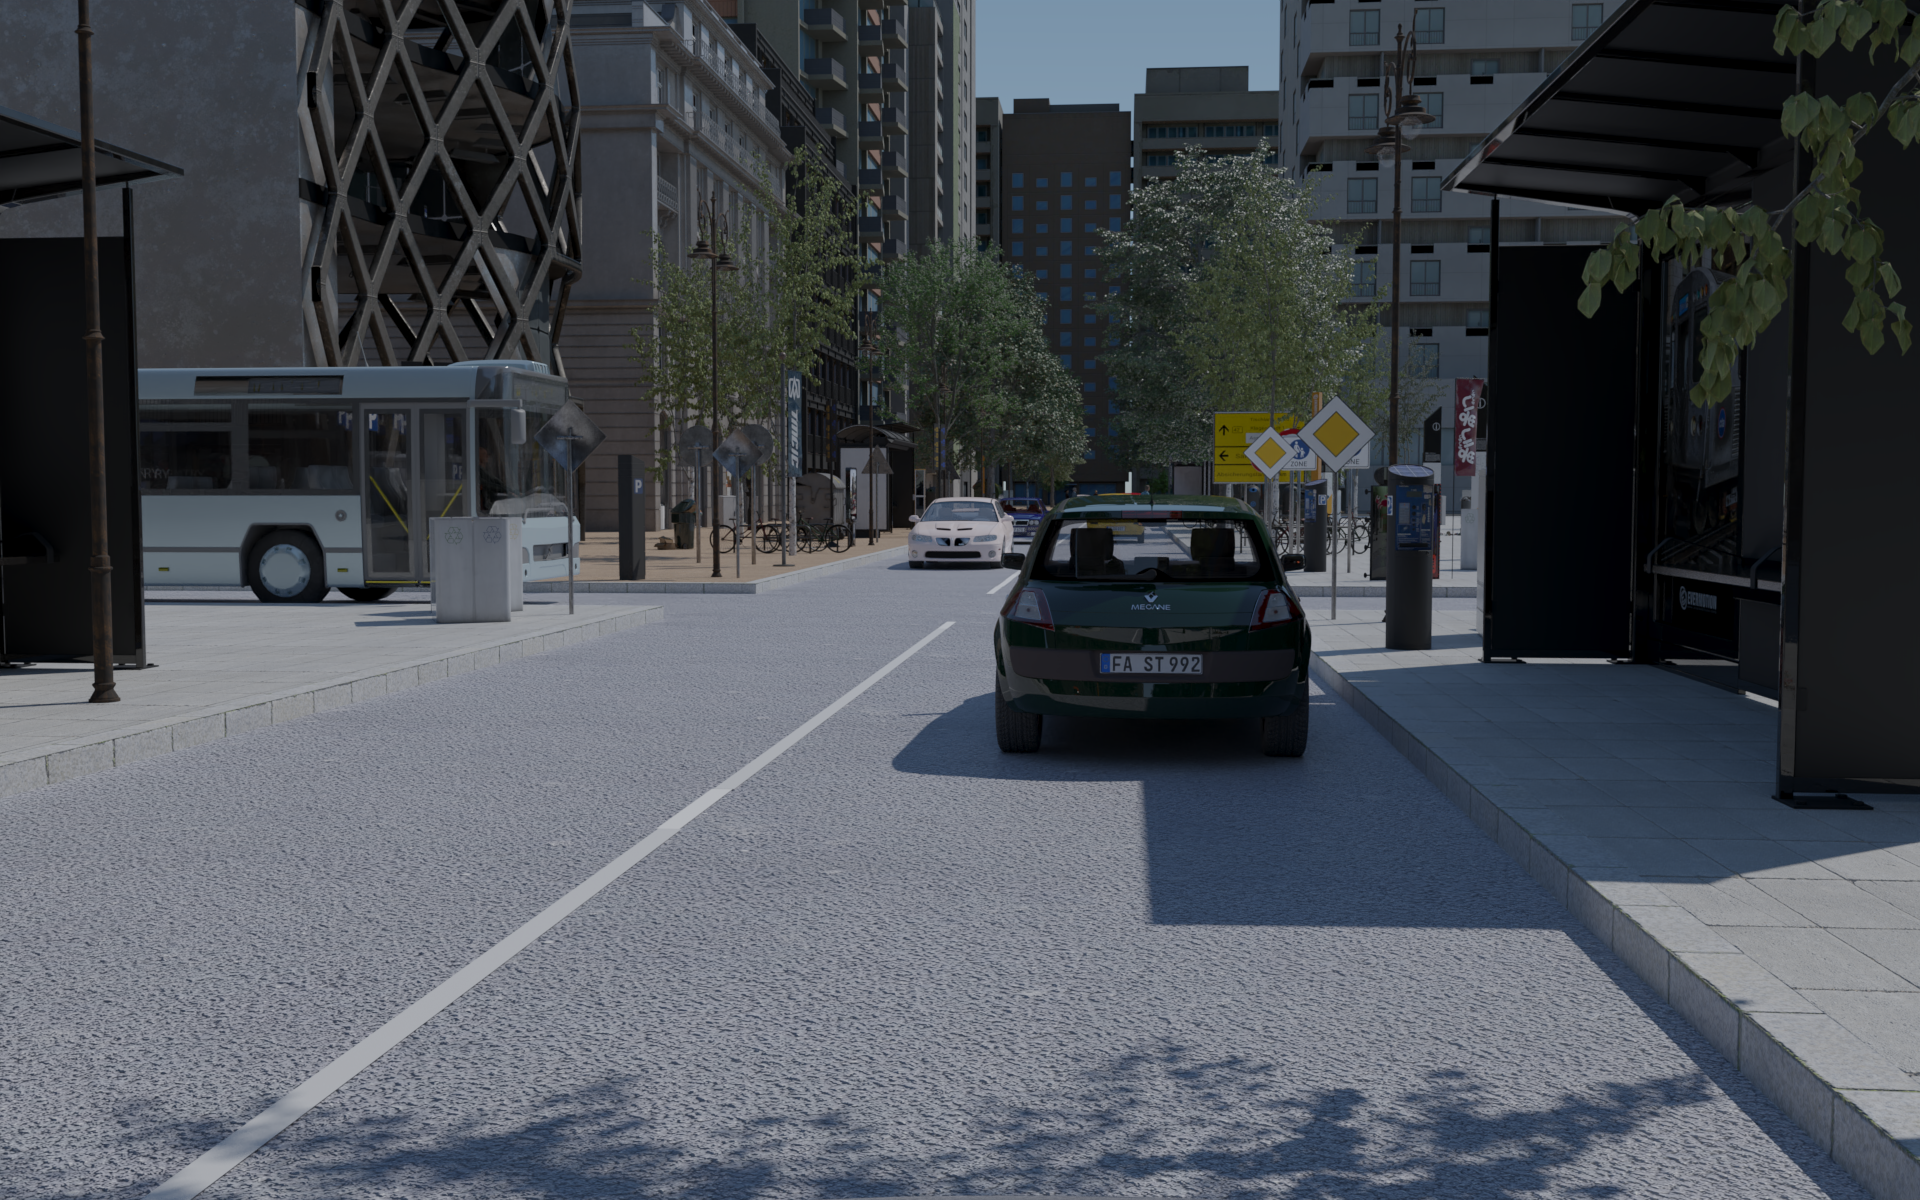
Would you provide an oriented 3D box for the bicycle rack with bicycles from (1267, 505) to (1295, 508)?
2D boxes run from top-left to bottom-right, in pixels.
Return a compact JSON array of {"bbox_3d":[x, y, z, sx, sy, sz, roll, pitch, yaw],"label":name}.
[{"bbox_3d":[10.092,-2.578,55.525,2.925,0.926,2.852,3,4,37],"label":"bicycle rack with bicycles"}]

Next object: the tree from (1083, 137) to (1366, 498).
[{"bbox_3d":[9.352,-9.460,61.330,9.857,13.997,8.962,0,3,0],"label":"tree"}]

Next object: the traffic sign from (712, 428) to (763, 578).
[{"bbox_3d":[-3.383,-1.390,26.363,0.795,2.450,0.064,0,4,5],"label":"traffic sign"}]

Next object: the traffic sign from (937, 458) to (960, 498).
[{"bbox_3d":[-0.412,-3.858,63.076,0.884,2.594,0.081,1,4,14],"label":"traffic sign"}]

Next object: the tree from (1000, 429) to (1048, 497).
[{"bbox_3d":[4.338,-9.957,113.156,4.360,8.622,3.978,0,3,0],"label":"tree"}]

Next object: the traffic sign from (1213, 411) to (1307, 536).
[{"bbox_3d":[7.350,-2.978,42.561,2.265,3.308,0.079,1,4,13],"label":"traffic sign"}]

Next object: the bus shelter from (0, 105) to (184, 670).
[{"bbox_3d":[-6.753,-1.123,9.650,1.731,3.624,6.357,0,4,5],"label":"bus shelter"}]

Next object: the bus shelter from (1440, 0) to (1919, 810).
[{"bbox_3d":[4.195,-1.148,10.053,1.731,3.624,6.357,0,4,5],"label":"bus shelter"}]

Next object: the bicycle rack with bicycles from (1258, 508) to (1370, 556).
[{"bbox_3d":[7.345,-1.429,36.752,2.925,0.926,2.852,-1,4,-13],"label":"bicycle rack with bicycles"}]

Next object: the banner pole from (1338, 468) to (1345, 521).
[{"bbox_3d":[18.218,-5.683,82.927,0.401,3.779,0.863,3,5,44],"label":"banner pole"}]

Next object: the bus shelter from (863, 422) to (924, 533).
[{"bbox_3d":[-2.426,-4.174,59.527,1.731,3.624,6.357,0,4,5],"label":"bus shelter"}]

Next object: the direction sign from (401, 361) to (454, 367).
[{"bbox_3d":[-9.099,-2.307,29.718,0.876,3.537,0.379,-2,4,-24],"label":"direction sign"}]

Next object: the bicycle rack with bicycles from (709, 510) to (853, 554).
[{"bbox_3d":[-3.711,-1.511,38.080,2.925,0.926,2.852,1,4,16],"label":"bicycle rack with bicycles"}]

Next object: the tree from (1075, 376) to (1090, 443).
[{"bbox_3d":[5.340,-12.059,122.920,9.928,11.665,9.643,0,3,0],"label":"tree"}]

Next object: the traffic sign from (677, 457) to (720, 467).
[{"bbox_3d":[-5.082,-2.055,33.609,0.884,2.594,0.081,1,4,14],"label":"traffic sign"}]

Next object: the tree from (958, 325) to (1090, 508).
[{"bbox_3d":[2.559,-11.202,101.278,7.486,12.596,7.792,0,3,0],"label":"tree"}]

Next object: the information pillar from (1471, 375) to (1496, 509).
[{"bbox_3d":[10.272,-2.607,33.976,0.504,3.616,0.183,1,4,22],"label":"information pillar"}]

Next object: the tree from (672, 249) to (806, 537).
[{"bbox_3d":[-6.555,-6.200,51.727,4.360,8.622,3.978,0,3,0],"label":"tree"}]

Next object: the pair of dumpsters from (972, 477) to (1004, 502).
[{"bbox_3d":[1.490,-5.618,94.342,1.574,2.255,4.437,0,4,5],"label":"pair of dumpsters"}]

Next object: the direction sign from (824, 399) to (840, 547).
[{"bbox_3d":[-3.109,-3.052,41.904,0.379,3.537,0.876,-1,4,-20],"label":"direction sign"}]

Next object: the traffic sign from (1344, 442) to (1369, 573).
[{"bbox_3d":[6.325,-1.589,28.110,0.606,2.300,0.079,0,4,6],"label":"traffic sign"}]

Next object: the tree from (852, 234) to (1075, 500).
[{"bbox_3d":[-0.805,-8.785,69.394,9.928,11.665,9.643,0,3,0],"label":"tree"}]

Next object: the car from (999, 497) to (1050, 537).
[{"bbox_3d":[1.750,-2.333,50.725,1.945,1.354,3.894,0,4,6],"label":"car"}]

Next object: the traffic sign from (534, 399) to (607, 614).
[{"bbox_3d":[-4.141,-0.903,18.414,0.795,2.450,0.064,0,4,5],"label":"traffic sign"}]

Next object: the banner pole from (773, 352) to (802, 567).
[{"bbox_3d":[-3.025,-2.498,30.860,0.401,3.779,0.863,2,4,26],"label":"banner pole"}]

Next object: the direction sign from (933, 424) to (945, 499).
[{"bbox_3d":[-0.667,-3.915,56.008,0.379,3.537,0.876,1,4,23],"label":"direction sign"}]

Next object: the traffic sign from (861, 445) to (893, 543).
[{"bbox_3d":[-2.186,-2.791,45.638,0.884,2.594,0.081,1,4,15],"label":"traffic sign"}]

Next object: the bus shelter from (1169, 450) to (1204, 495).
[{"bbox_3d":[10.909,-5.375,81.811,2.014,3.302,5.546,0,4,6],"label":"bus shelter"}]

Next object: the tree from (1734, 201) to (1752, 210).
[{"bbox_3d":[22.227,-7.317,45.396,9.928,11.665,9.643,0,3,0],"label":"tree"}]

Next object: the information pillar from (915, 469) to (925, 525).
[{"bbox_3d":[-1.178,-2.850,51.090,0.304,2.012,0.304,0,4,1],"label":"information pillar"}]

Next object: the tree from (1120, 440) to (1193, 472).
[{"bbox_3d":[17.386,-13.128,149.060,7.601,10.594,8.767,2,4,27],"label":"tree"}]

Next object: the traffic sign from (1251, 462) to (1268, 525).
[{"bbox_3d":[7.440,-2.569,42.115,0.768,2.556,0.104,1,4,14],"label":"traffic sign"}]

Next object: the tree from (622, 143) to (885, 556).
[{"bbox_3d":[-3.719,-5.232,35.898,4.737,8.622,4.395,0,3,0],"label":"tree"}]

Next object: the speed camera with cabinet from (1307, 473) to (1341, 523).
[{"bbox_3d":[15.971,-4.995,76.009,0.660,3.252,2.038,3,5,42],"label":"speed camera with cabinet"}]

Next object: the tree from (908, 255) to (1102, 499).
[{"bbox_3d":[1.588,-10.174,83.358,9.611,12.733,9.660,0,3,0],"label":"tree"}]

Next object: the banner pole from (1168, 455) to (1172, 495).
[{"bbox_3d":[11.085,-6.197,91.334,0.401,3.779,0.863,0,4,-8],"label":"banner pole"}]

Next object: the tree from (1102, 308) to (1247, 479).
[{"bbox_3d":[12.601,-11.192,100.004,9.611,12.733,9.660,0,3,0],"label":"tree"}]

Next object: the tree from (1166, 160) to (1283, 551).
[{"bbox_3d":[7.350,-5.411,38.832,4.737,8.622,4.395,0,3,0],"label":"tree"}]

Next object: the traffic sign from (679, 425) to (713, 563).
[{"bbox_3d":[-4.868,-1.961,32.174,0.768,2.556,0.104,1,4,11],"label":"traffic sign"}]

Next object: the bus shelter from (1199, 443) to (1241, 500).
[{"bbox_3d":[11.113,-5.787,72.243,2.179,5.291,8.768,0,4,5],"label":"bus shelter"}]

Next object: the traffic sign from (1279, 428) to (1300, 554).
[{"bbox_3d":[6.435,-2.049,33.611,0.768,2.556,0.104,0,4,7],"label":"traffic sign"}]

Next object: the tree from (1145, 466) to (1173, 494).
[{"bbox_3d":[13.583,-7.446,116.337,1.663,3.219,1.824,0,3,0],"label":"tree"}]

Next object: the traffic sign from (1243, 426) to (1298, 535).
[{"bbox_3d":[4.574,-1.342,25.586,0.795,2.450,0.064,0,4,5],"label":"traffic sign"}]

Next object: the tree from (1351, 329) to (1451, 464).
[{"bbox_3d":[19.464,-7.727,76.701,4.360,8.622,3.978,0,3,0],"label":"tree"}]

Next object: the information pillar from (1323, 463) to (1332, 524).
[{"bbox_3d":[14.204,-4.622,66.918,0.504,3.616,0.183,-3,5,-42],"label":"information pillar"}]

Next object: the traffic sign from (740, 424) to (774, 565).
[{"bbox_3d":[-3.755,-1.917,31.455,0.768,2.556,0.104,1,4,15],"label":"traffic sign"}]

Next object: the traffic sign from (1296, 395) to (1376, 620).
[{"bbox_3d":[3.815,-0.856,17.636,0.795,2.450,0.064,0,4,5],"label":"traffic sign"}]

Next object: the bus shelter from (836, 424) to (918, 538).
[{"bbox_3d":[-2.616,-3.612,52.986,2.014,3.302,5.546,0,4,6],"label":"bus shelter"}]

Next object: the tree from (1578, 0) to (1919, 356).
[{"bbox_3d":[3.154,-3.284,4.049,4.737,8.622,4.395,0,3,0],"label":"tree"}]

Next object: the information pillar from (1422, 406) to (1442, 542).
[{"bbox_3d":[12.535,-3.340,45.963,0.504,3.616,0.183,-1,4,-10],"label":"information pillar"}]

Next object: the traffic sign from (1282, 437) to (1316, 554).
[{"bbox_3d":[5.914,-1.720,30.258,0.606,2.300,0.079,1,4,12],"label":"traffic sign"}]

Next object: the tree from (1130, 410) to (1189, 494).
[{"bbox_3d":[16.316,-13.021,138.642,9.928,11.665,9.643,0,3,0],"label":"tree"}]

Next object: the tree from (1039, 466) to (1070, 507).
[{"bbox_3d":[9.570,-11.894,178.172,4.285,4.588,4.351,0,3,0],"label":"tree"}]
